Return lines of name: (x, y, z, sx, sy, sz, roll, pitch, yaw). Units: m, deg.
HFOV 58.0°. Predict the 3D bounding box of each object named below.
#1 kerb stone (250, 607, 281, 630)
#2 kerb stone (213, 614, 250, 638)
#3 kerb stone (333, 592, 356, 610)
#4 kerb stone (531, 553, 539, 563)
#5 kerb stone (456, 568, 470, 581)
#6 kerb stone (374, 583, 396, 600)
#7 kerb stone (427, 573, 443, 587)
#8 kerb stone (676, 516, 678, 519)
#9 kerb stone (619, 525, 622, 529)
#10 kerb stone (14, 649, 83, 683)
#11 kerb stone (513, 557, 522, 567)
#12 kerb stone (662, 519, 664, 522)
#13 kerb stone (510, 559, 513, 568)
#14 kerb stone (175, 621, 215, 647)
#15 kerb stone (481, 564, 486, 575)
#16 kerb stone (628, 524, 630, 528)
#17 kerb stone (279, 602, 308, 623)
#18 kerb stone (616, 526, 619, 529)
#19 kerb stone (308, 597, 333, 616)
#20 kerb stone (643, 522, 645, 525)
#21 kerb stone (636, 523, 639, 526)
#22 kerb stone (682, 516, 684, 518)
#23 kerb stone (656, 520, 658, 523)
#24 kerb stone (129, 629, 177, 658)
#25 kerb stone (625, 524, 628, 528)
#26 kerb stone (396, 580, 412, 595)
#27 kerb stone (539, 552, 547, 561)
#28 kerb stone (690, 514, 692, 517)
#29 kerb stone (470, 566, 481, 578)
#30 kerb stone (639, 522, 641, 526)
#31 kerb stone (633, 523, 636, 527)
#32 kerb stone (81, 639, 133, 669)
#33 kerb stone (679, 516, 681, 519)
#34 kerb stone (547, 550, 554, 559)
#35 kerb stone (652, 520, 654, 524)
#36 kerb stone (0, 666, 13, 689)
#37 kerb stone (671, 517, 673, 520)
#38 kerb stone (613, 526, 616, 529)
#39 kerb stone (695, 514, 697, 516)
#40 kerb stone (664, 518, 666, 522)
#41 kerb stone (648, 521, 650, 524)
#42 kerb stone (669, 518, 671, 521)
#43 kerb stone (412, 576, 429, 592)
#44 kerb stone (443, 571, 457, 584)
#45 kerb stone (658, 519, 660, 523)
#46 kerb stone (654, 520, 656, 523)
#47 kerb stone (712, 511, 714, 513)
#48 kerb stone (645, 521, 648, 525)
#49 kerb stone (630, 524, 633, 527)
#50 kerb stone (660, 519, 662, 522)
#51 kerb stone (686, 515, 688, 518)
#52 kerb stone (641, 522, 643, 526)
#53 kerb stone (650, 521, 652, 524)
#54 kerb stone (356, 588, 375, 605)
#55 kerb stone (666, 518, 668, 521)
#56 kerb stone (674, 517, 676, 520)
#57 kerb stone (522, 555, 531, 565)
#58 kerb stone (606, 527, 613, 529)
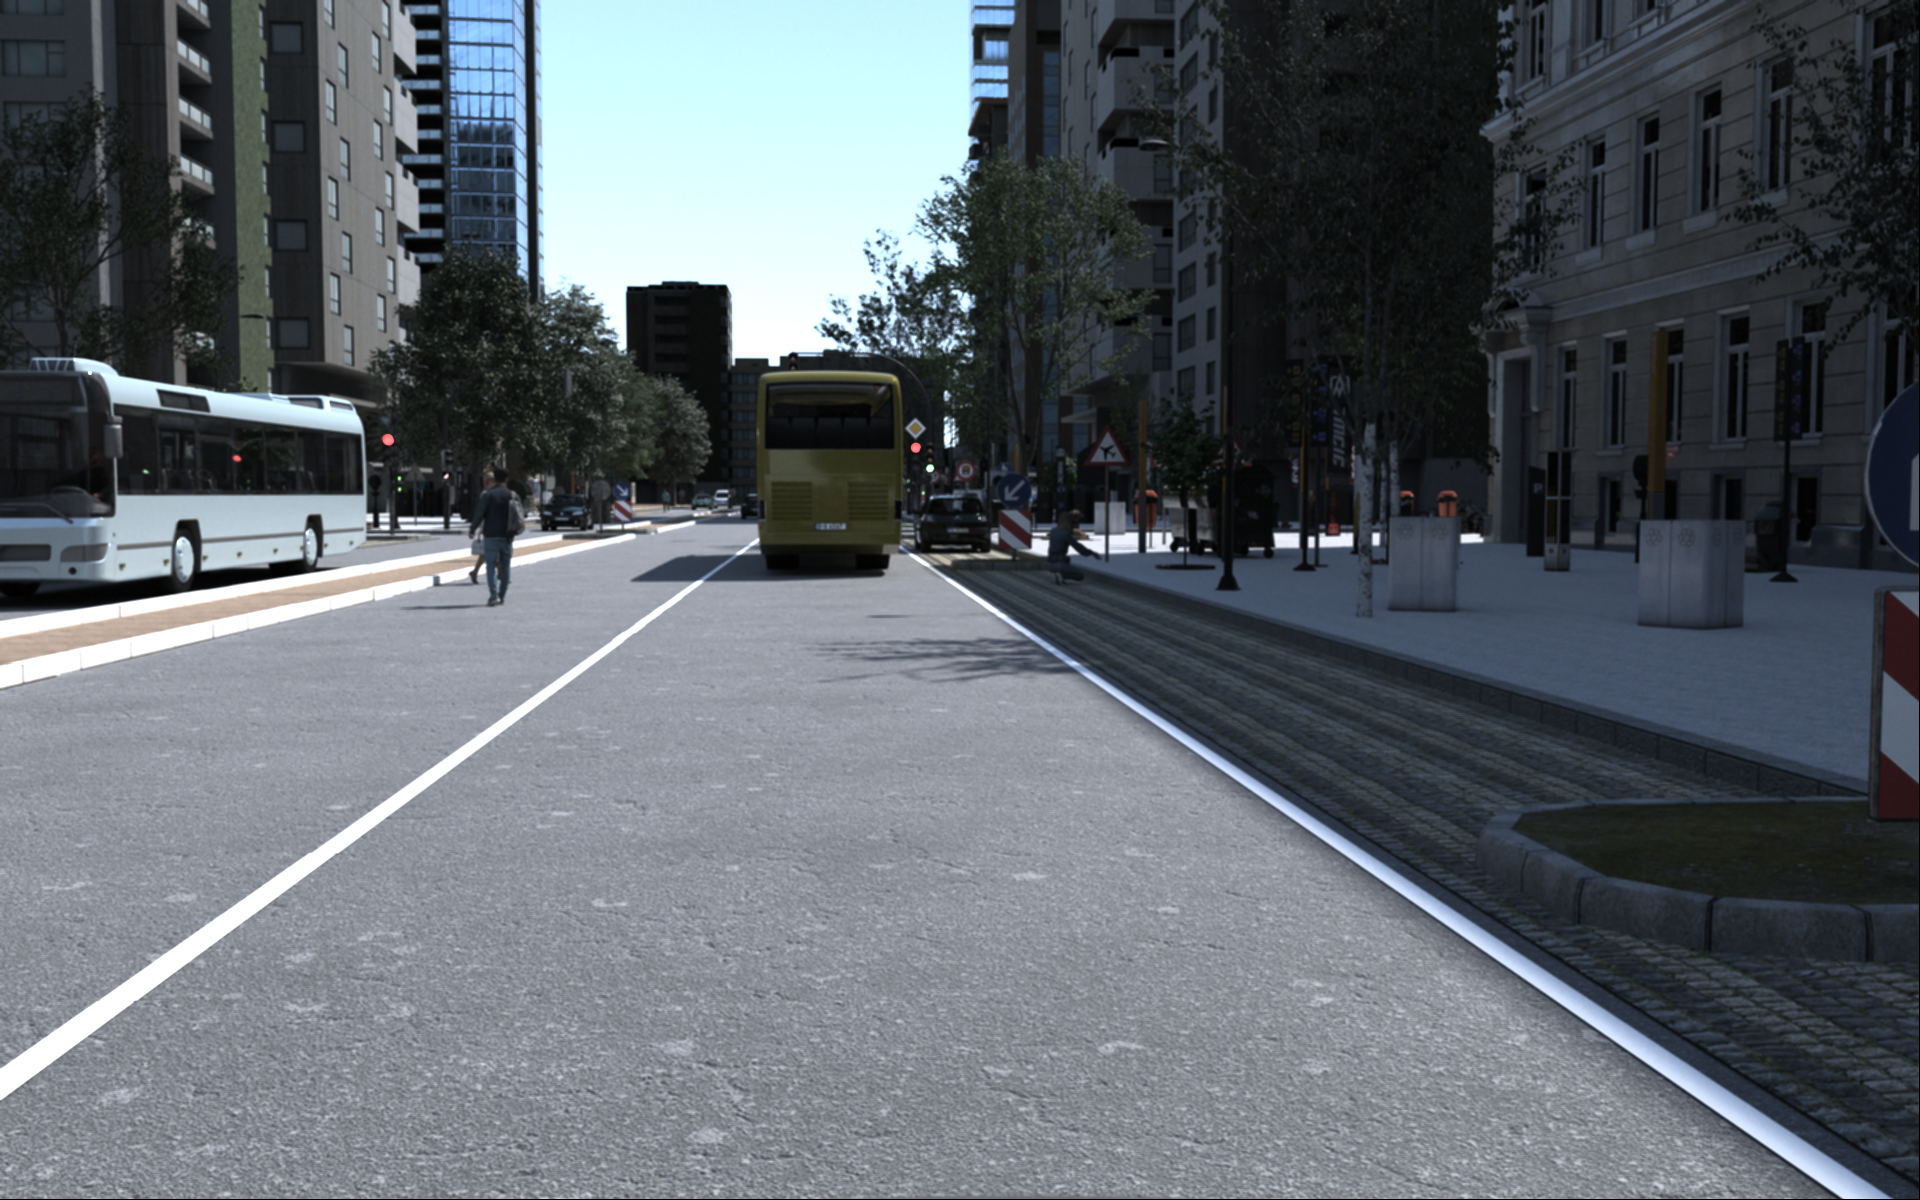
kerb stone: (-7.579, 0.215, 18.696, 0.120, 0.150, 1.000, 0, 4, -5)
kerb stone: (-7.500, 0.278, 17.675, 0.120, 0.150, 1.000, 0, 4, -5)
kerb stone: (-7.825, 0.031, 21.768, 0.120, 0.150, 1.000, 0, 4, -5)
kerb stone: (-8.959, -0.848, 36.068, 0.120, 0.150, 1.000, 0, 4, -5)
kerb stone: (-8.396, -0.408, 28.924, 0.120, 0.150, 1.000, 0, 4, -5)
kerb stone: (-7.980, -0.099, 23.809, 0.120, 0.150, 1.000, 0, 4, -5)
kerb stone: (-8.239, -0.287, 26.883, 0.120, 0.150, 1.000, 0, 4, -5)
kerb stone: (-15.841, -4.490, 95.670, 0.120, 0.150, 1.000, 0, 4, -5)
kerb stone: (-13.723, -2.871, 69.129, 0.120, 0.150, 1.000, 0, 4, -5)
kerb stone: (-7.171, 0.527, 13.576, 0.120, 0.150, 1.000, 0, 4, -5)
kerb stone: (-8.813, -0.721, 34.030, 0.120, 0.150, 1.000, 0, 4, -5)
kerb stone: (-15.186, -3.994, 87.502, 0.120, 0.150, 1.000, 0, 4, -5)
kerb stone: (-8.724, -0.660, 33.011, 0.120, 0.150, 1.000, 0, 4, -5)
kerb stone: (-7.423, 0.339, 16.647, 0.120, 0.150, 1.000, 0, 4, -5)
kerb stone: (-8.563, -0.537, 30.969, 0.120, 0.150, 1.000, 0, 4, -5)
kerb stone: (-13.966, -3.058, 72.195, 0.120, 0.150, 1.000, 0, 4, -5)
kerb stone: (-7.660, 0.152, 19.715, 0.120, 0.150, 1.000, 0, 4, -5)
kerb stone: (-13.638, -2.803, 68.109, 0.120, 0.150, 1.000, 0, 4, -5)
kerb stone: (-7.745, 0.098, 20.734, 0.120, 0.150, 1.000, 0, 4, -5)
kerb stone: (-14.450, -3.430, 78.313, 0.120, 0.150, 1.000, 0, 4, -5)
kerb stone: (-14.193, -3.245, 75.257, 0.120, 0.150, 1.000, 0, 4, -5)
kerb stone: (-16.154, -4.743, 99.770, 0.120, 0.150, 1.000, 0, 4, -5)
kerb stone: (-14.939, -3.807, 84.442, 0.120, 0.150, 1.000, 0, 4, -5)
kerb stone: (-7.338, 0.402, 15.626, 0.120, 0.150, 1.000, 0, 4, -5)
kerb stone: (-13.878, -2.996, 71.174, 0.120, 0.150, 1.000, 0, 4, -5)
kerb stone: (-8.068, -0.161, 24.836, 0.120, 0.150, 1.000, 0, 4, -5)
kerb stone: (-9.050, -0.911, 37.086, 0.120, 0.150, 1.000, 0, 4, -5)
kerb stone: (-16.654, -5.117, 105.897, 0.120, 0.150, 1.000, 0, 4, -5)
kerb stone: (-8.482, -0.473, 29.950, 0.120, 0.150, 1.000, 0, 4, -5)
kerb stone: (-14.289, -3.308, 76.275, 0.120, 0.150, 1.000, 0, 4, -5)
kerb stone: (-14.128, -3.183, 74.235, 0.120, 0.150, 1.000, 0, 4, -5)
kerb stone: (-7.256, 0.464, 14.603, 0.120, 0.150, 1.000, 0, 4, -5)
kerb stone: (-16.001, -4.619, 97.717, 0.120, 0.150, 1.000, 0, 4, -5)
kerb stone: (-9.136, -0.971, 38.115, 0.120, 0.150, 1.000, 0, 4, -5)
kerb stone: (-14.778, -3.680, 82.404, 0.120, 0.150, 1.000, 0, 4, -5)
kerb stone: (-7.087, 0.597, 12.549, 0.120, 0.150, 1.000, 0, 4, -5)
kerb stone: (-15.594, -4.307, 92.613, 0.120, 0.150, 1.000, 0, 4, -5)
kerb stone: (-13.556, -2.746, 67.087, 0.120, 0.150, 1.000, 0, 4, -5)
kerb stone: (-16.981, -5.369, 109.978, 0.120, 0.150, 1.000, 0, 4, -5)
kerb stone: (-15.262, -4.057, 88.522, 0.120, 0.150, 1.000, 0, 4, -5)
kerb stone: (-14.613, -3.557, 80.358, 0.120, 0.150, 1.000, 0, 4, -5)
kerb stone: (-15.514, -4.240, 91.586, 0.120, 0.150, 1.000, 0, 4, -5)
kerb stone: (-8.142, -0.217, 25.857, 0.120, 0.150, 1.000, 0, 4, -5)
kerb stone: (-8.319, -0.343, 27.904, 0.120, 0.150, 1.000, 0, 4, -5)
kerb stone: (-15.018, -3.870, 85.464, 0.120, 0.150, 1.000, 0, 4, -5)
kerb stone: (-14.852, -3.743, 83.424, 0.120, 0.150, 1.000, 0, 4, -5)
kerb stone: (-18.361, -6.428, 127.330, 0.120, 0.150, 1.000, 0, 4, -5)
kerb stone: (-14.534, -3.494, 79.333, 0.120, 0.150, 1.000, 0, 4, -5)
kerb stone: (-14.045, -3.121, 73.216, 0.120, 0.150, 1.000, 0, 4, -5)
kerb stone: (-15.095, -3.932, 86.484, 0.120, 0.150, 1.000, 0, 4, -5)
kerb stone: (-16.411, -4.932, 102.831, 0.120, 0.150, 1.000, 0, 4, -5)
kerb stone: (-14.360, -3.370, 77.295, 0.120, 0.150, 1.000, 0, 4, -5)
kerb stone: (-14.695, -3.620, 81.385, 0.120, 0.150, 1.000, 0, 4, -5)
kerb stone: (-7.915, -0.031, 22.787, 0.120, 0.150, 1.000, 0, 4, -5)
kerb stone: (-15.347, -4.119, 89.540, 0.120, 0.150, 1.000, 0, 4, -5)
kerb stone: (-15.758, -4.432, 94.651, 0.120, 0.150, 1.000, 0, 4, -5)
kerb stone: (-8.885, -0.784, 35.049, 0.120, 0.150, 1.000, 0, 4, -5)
kerb stone: (-13.468, -2.683, 66.069, 0.120, 0.150, 1.000, 0, 4, -5)
